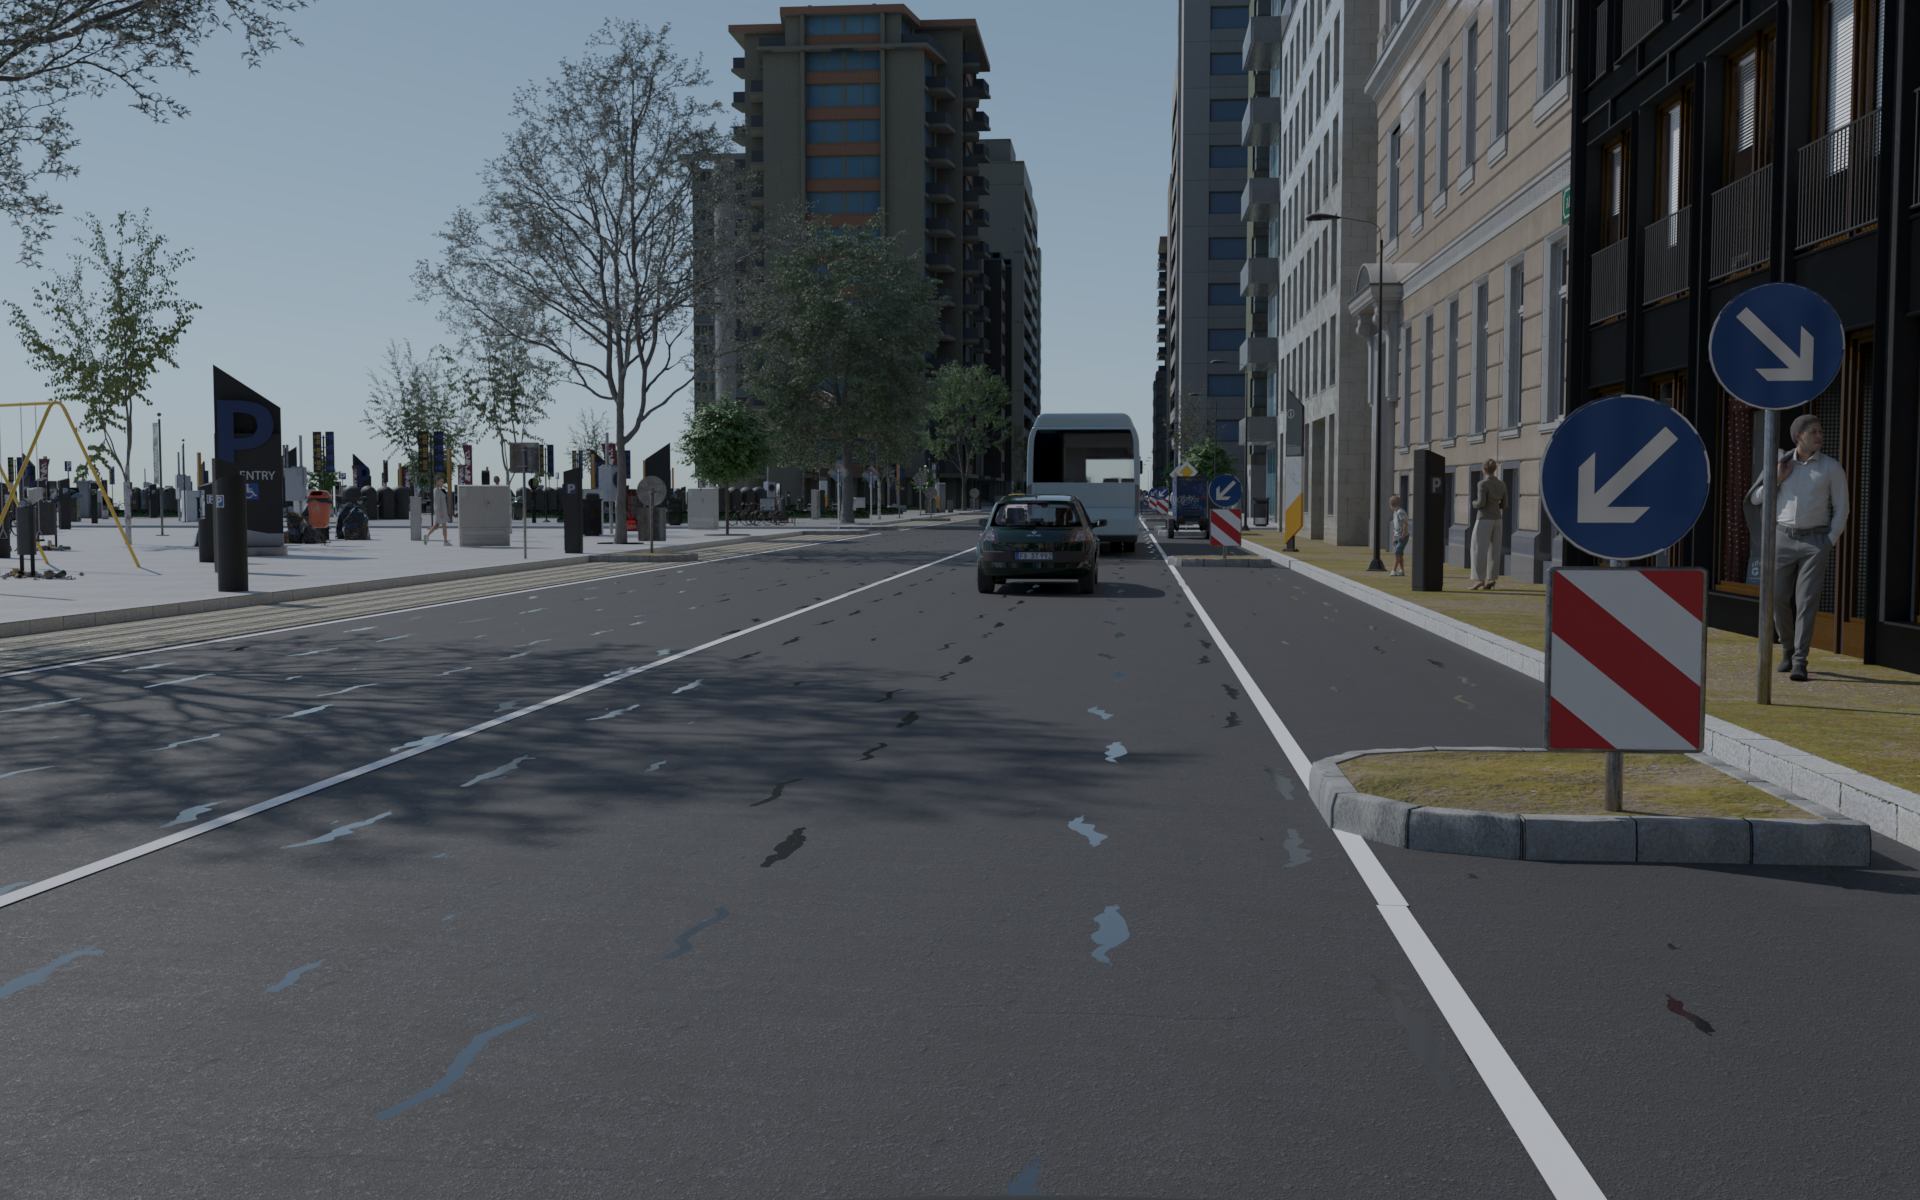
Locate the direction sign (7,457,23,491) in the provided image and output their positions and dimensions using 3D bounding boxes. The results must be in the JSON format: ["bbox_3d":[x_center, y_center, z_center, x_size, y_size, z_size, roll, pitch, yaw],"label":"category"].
[{"bbox_3d":[-57.723,-6.966,105.890,0.876,3.537,0.379,0,4,-3],"label":"direction sign"}]

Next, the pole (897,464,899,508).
[{"bbox_3d":[-4.160,-7.506,116.568,0.158,3.312,0.155,0,3,0],"label":"pole"}]

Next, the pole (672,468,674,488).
[{"bbox_3d":[-22.162,-8.554,133.706,0.158,3.312,0.155,0,3,0],"label":"pole"}]

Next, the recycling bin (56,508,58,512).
[{"bbox_3d":[-63.652,-6.672,121.639,0.722,1.027,0.722,0,4,7],"label":"recycling bin"}]

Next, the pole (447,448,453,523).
[{"bbox_3d":[-22.750,-5.098,77.196,0.158,3.312,0.155,0,3,0],"label":"pole"}]

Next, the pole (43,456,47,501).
[{"bbox_3d":[-49.155,-6.074,93.157,0.158,3.312,0.155,0,3,0],"label":"pole"}]

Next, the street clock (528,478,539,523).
[{"bbox_3d":[-18.902,-4.418,76.801,0.471,2.002,0.358,-1,4,-16],"label":"street clock"}]

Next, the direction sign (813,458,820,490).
[{"bbox_3d":[-8.942,-7.155,108.983,0.379,3.537,0.876,3,5,42],"label":"direction sign"}]

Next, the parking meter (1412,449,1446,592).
[{"bbox_3d":[6.192,-1.050,22.876,0.399,1.863,0.255,-2,4,-35],"label":"parking meter"}]

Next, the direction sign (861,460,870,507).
[{"bbox_3d":[-6.230,-7.473,114.183,0.379,3.537,0.876,2,4,34],"label":"direction sign"}]

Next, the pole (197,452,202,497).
[{"bbox_3d":[-37.117,-5.548,84.553,0.158,3.312,0.155,0,3,0],"label":"pole"}]

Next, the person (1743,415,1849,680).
[{"bbox_3d":[5.866,-0.369,12.182,0.679,1.850,0.850,2,4,32],"label":"person"}]

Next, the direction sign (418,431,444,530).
[{"bbox_3d":[-19.083,-4.314,62.530,0.876,3.537,0.379,-1,4,-18],"label":"direction sign"}]

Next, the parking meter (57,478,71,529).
[{"bbox_3d":[-32.524,-3.495,62.854,0.255,1.863,0.399,3,5,42],"label":"parking meter"}]

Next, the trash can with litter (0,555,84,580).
[{"bbox_3d":[-14.240,-0.941,26.445,2.233,1.210,1.678,3,5,45],"label":"trash can with litter"}]

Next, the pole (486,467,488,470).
[{"bbox_3d":[-35.257,-8.281,129.241,0.158,3.312,0.155,0,3,0],"label":"pole"}]

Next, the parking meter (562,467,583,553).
[{"bbox_3d":[-8.382,-1.942,37.467,0.399,1.863,0.255,0,4,4],"label":"parking meter"}]

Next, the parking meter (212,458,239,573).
[{"bbox_3d":[-11.969,-1.381,28.294,0.399,1.863,0.255,-3,5,-40],"label":"parking meter"}]

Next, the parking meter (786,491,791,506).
[{"bbox_3d":[-13.485,-7.803,135.984,0.372,1.533,0.369,0,3,0],"label":"parking meter"}]

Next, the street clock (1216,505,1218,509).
[{"bbox_3d":[13.792,-5.423,93.235,0.471,2.002,0.358,-1,4,-14],"label":"street clock"}]

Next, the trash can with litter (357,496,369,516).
[{"bbox_3d":[-29.388,-4.473,84.520,1.055,1.170,0.624,2,4,27],"label":"trash can with litter"}]

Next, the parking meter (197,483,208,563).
[{"bbox_3d":[-14.119,-1.477,32.556,0.372,1.533,0.369,0,3,0],"label":"parking meter"}]

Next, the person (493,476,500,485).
[{"bbox_3d":[-12.607,-2.505,47.340,0.374,1.781,0.599,2,4,33],"label":"person"}]

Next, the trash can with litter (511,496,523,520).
[{"bbox_3d":[-21.740,-4.464,84.369,1.055,1.170,0.624,-3,5,-40],"label":"trash can with litter"}]

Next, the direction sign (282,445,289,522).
[{"bbox_3d":[-30.924,-5.352,79.508,0.379,3.537,0.876,-3,4,-37],"label":"direction sign"}]

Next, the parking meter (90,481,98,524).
[{"bbox_3d":[-37.644,-4.256,75.294,0.255,1.863,0.399,-2,4,-25],"label":"parking meter"}]

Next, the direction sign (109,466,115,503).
[{"bbox_3d":[-69.378,-9.159,141.749,0.876,3.537,0.379,3,4,38],"label":"direction sign"}]

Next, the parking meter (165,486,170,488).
[{"bbox_3d":[-54.152,-6.889,118.350,0.255,1.863,0.399,-1,4,-15],"label":"parking meter"}]

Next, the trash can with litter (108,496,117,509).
[{"bbox_3d":[-68.558,-7.860,139.906,0.624,1.170,1.055,3,4,36],"label":"trash can with litter"}]

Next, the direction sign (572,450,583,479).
[{"bbox_3d":[-19.762,-5.965,89.530,0.876,3.537,0.379,3,5,41],"label":"direction sign"}]

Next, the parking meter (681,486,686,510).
[{"bbox_3d":[-20.584,-7.530,128.829,0.399,1.863,0.255,0,4,-3],"label":"parking meter"}]

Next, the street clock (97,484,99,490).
[{"bbox_3d":[-56.973,-6.703,114.162,0.471,2.002,0.358,-3,4,-38],"label":"street clock"}]

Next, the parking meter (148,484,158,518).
[{"bbox_3d":[-43.099,-5.306,92.457,0.399,1.863,0.255,-3,5,-43],"label":"parking meter"}]

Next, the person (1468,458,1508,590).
[{"bbox_3d":[7.066,-1.017,23.225,0.519,1.759,0.362,-2,4,-24],"label":"person"}]

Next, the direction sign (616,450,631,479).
[{"bbox_3d":[-17.402,-5.950,89.286,0.876,3.537,0.379,0,4,2],"label":"direction sign"}]

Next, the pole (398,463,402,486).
[{"bbox_3d":[-36.684,-7.321,113.538,0.158,3.312,0.155,0,3,0],"label":"pole"}]

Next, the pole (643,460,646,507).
[{"bbox_3d":[-18.933,-6.741,104.065,0.158,3.312,0.155,0,3,0],"label":"pole"}]

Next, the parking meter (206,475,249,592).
[{"bbox_3d":[-9.592,-0.881,22.818,0.372,1.533,0.369,0,3,0],"label":"parking meter"}]

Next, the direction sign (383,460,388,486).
[{"bbox_3d":[-38.083,-7.517,114.906,0.379,3.537,0.876,0,4,1],"label":"direction sign"}]

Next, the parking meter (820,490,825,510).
[{"bbox_3d":[-8.116,-5.721,101.953,0.372,1.533,0.369,0,3,0],"label":"parking meter"}]

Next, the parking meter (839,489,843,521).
[{"bbox_3d":[-5.570,-4.541,82.658,0.372,1.533,0.369,0,3,0],"label":"parking meter"}]

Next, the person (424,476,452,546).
[{"bbox_3d":[-12.896,-2.204,42.822,0.466,1.731,0.760,2,4,35],"label":"person"}]

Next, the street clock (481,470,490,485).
[{"bbox_3d":[-14.386,-2.936,52.573,0.358,2.002,0.471,-1,4,-11],"label":"street clock"}]

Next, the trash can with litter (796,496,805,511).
[{"bbox_3d":[-11.491,-6.795,122.483,1.055,1.170,0.624,3,5,40],"label":"trash can with litter"}]

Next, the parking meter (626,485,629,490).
[{"bbox_3d":[-21.282,-6.397,110.302,0.399,1.863,0.255,-2,4,-34],"label":"parking meter"}]

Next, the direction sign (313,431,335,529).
[{"bbox_3d":[-23.017,-4.325,62.708,0.876,3.537,0.379,1,4,15],"label":"direction sign"}]

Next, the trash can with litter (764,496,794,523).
[{"bbox_3d":[-7.911,-4.009,76.605,1.678,1.210,2.233,-2,4,-27],"label":"trash can with litter"}]

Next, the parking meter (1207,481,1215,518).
[{"bbox_3d":[12.009,-4.776,83.794,0.399,1.863,0.255,-1,4,-10],"label":"parking meter"}]

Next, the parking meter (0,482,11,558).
[{"bbox_3d":[-19.261,-1.609,34.711,0.372,1.533,0.369,0,3,0],"label":"parking meter"}]

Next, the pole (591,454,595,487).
[{"bbox_3d":[-18.650,-5.766,88.119,0.158,3.312,0.155,0,3,0],"label":"pole"}]

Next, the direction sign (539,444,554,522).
[{"bbox_3d":[-18.866,-5.315,78.900,0.379,3.537,0.876,3,5,43],"label":"direction sign"}]

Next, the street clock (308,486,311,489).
[{"bbox_3d":[-52.521,-8.290,140.111,0.471,2.002,0.358,3,5,41],"label":"street clock"}]

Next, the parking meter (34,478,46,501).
[{"bbox_3d":[-33.805,-3.546,63.688,0.255,1.863,0.399,0,4,-2],"label":"parking meter"}]
